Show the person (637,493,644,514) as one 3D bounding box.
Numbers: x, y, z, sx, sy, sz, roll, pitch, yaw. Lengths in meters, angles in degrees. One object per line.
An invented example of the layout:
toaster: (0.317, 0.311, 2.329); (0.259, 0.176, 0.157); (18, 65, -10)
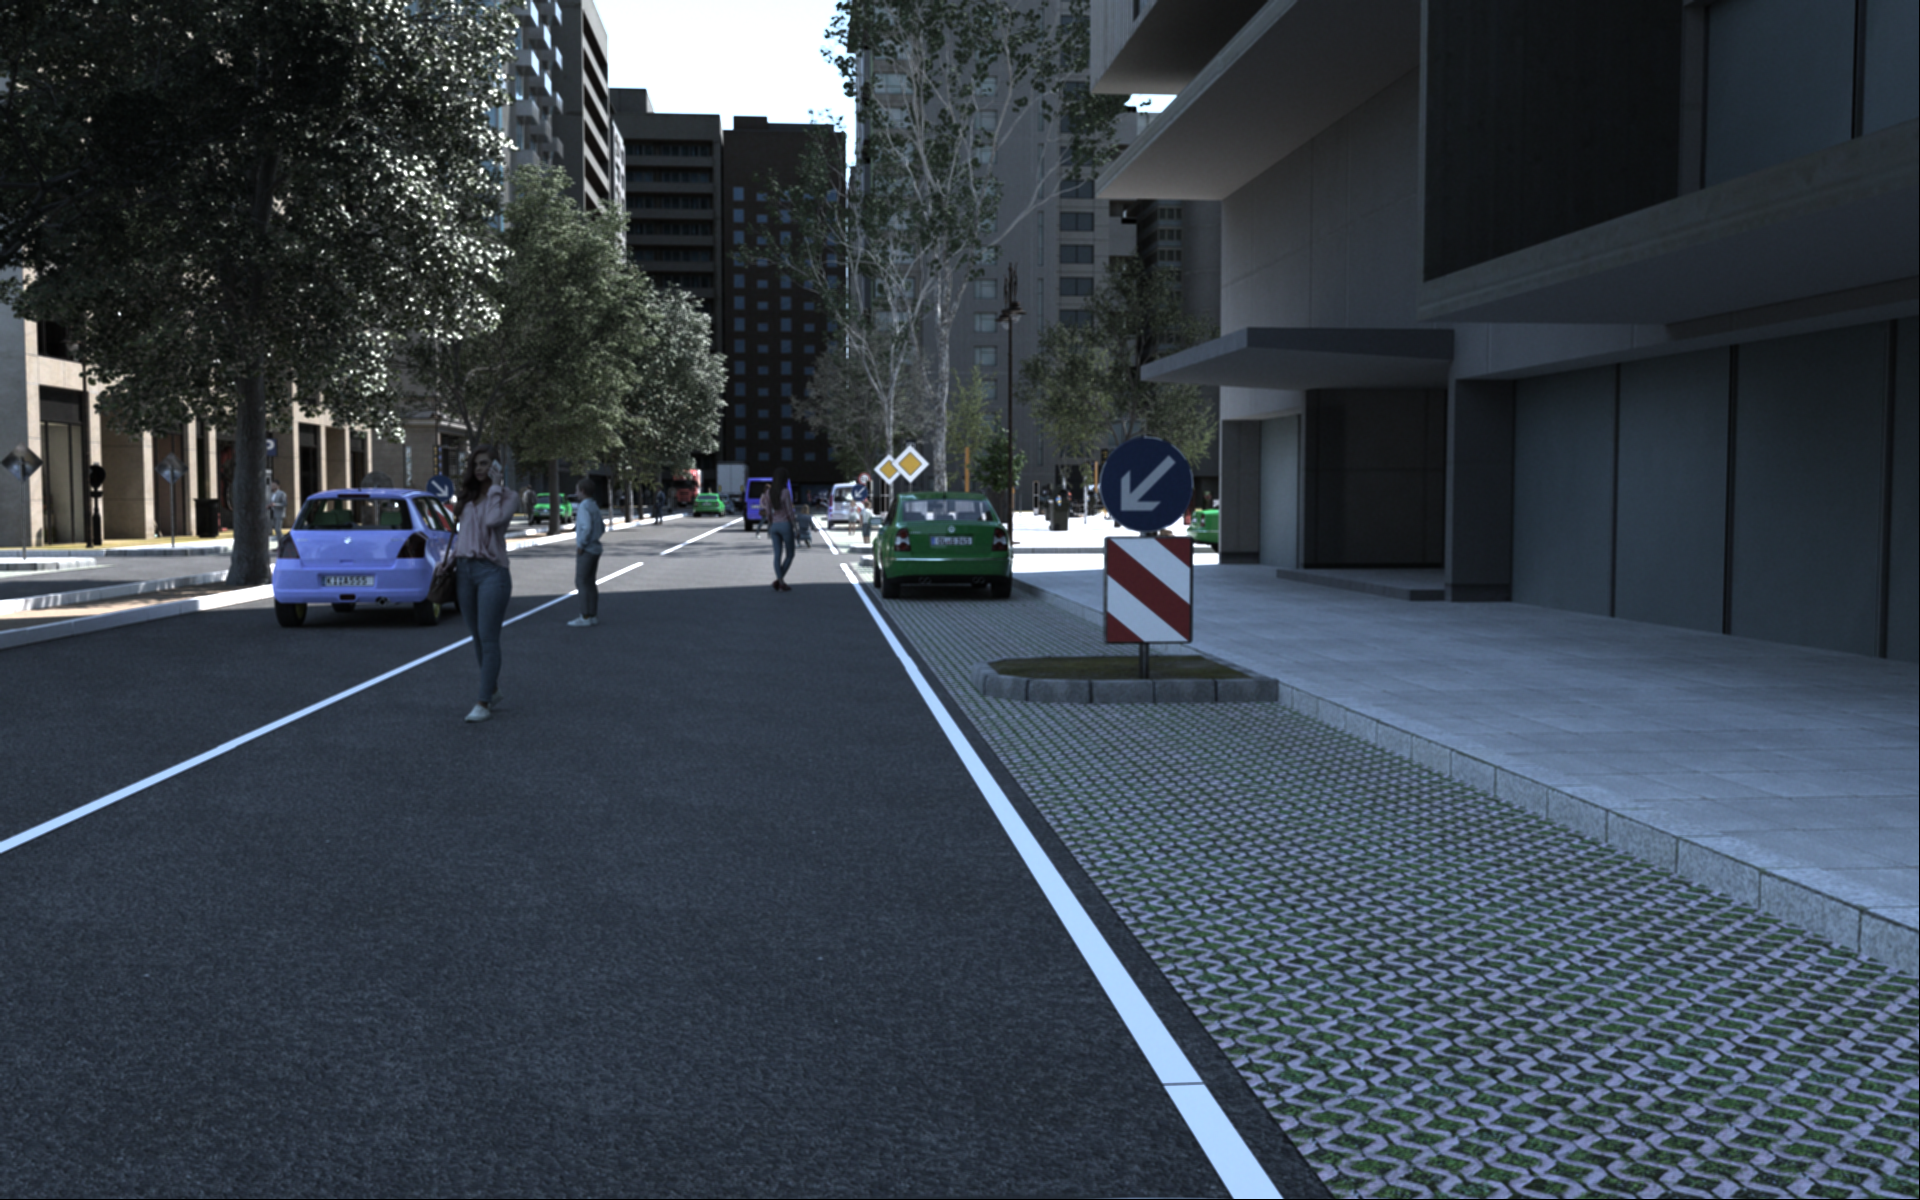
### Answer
person: (-23.418, -7.257, 126.776); (0.705, 1.869, 1.348); (-2, 4, -24)

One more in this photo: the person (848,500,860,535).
person: (-3.642, -2.837, 59.906); (0.505, 1.210, 0.382); (1, 4, 17)

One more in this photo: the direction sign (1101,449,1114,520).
direction sign: (7.499, -5.797, 86.781); (0.876, 3.537, 0.379); (1, 4, 12)

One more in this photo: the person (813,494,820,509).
person: (-12.463, -8.496, 150.640); (0.697, 1.427, 0.421); (2, 4, 35)

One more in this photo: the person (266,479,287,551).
person: (-17.198, -2.126, 43.454); (0.606, 1.804, 0.583); (2, 4, 24)

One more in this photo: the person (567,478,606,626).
person: (-4.094, -0.533, 19.023); (0.330, 1.601, 0.589); (1, 4, 16)

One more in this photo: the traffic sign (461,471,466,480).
traffic sign: (-24.870, -5.357, 87.699); (0.768, 2.556, 0.104); (0, 4, -5)

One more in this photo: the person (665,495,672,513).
person: (-22.179, -7.502, 131.873); (0.721, 1.735, 1.217); (2, 4, 26)

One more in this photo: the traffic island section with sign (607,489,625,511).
traffic island section with sign: (-28.023, -8.198, 142.665); (1.989, 1.847, 2.006); (0, 4, -5)

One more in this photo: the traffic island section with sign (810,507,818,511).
traffic island section with sign: (-13.865, -9.980, 171.806); (1.989, 1.847, 2.006); (0, 4, -5)

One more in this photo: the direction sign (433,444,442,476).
direction sign: (-23.955, -5.350, 79.466); (0.379, 3.537, 0.876); (0, 4, 5)

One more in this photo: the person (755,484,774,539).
person: (-6.289, -2.861, 55.861); (0.643, 1.750, 0.593); (3, 5, 40)

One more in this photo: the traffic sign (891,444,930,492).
traffic sign: (-1.003, -1.911, 34.890); (0.795, 2.450, 0.064); (0, 4, -5)

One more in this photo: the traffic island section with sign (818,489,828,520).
traffic island section with sign: (-6.567, -5.237, 94.247); (1.989, 1.847, 2.006); (0, 4, -5)

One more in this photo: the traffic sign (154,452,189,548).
traffic sign: (-18.773, -2.301, 41.264); (0.795, 2.450, 0.064); (0, 4, -5)

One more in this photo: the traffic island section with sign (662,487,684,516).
traffic island section with sign: (-19.393, -6.621, 116.391); (2.006, 1.907, 1.989); (0, 4, -5)

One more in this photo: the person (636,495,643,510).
person: (-28.613, -8.924, 154.280); (0.709, 1.838, 0.599); (1, 4, 16)

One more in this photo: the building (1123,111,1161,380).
building: (29.353, -36.559, 217.343); (30.456, 49.044, 23.786); (0, 4, -5)

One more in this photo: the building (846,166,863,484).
building: (-6.512, -32.162, 209.446); (14.086, 41.232, 14.154); (0, 4, -5)

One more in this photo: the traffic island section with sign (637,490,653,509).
traffic island section with sign: (-30.544, -9.839, 169.503); (1.989, 1.847, 2.006); (0, 4, -5)

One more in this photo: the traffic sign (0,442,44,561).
traffic sign: (-18.024, -1.815, 33.314); (0.795, 2.450, 0.064); (0, 4, -5)

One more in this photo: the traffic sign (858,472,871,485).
traffic sign: (-5.631, -6.243, 102.182); (0.768, 2.556, 0.104); (0, 4, -1)

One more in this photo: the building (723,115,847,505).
building: (-20.938, -34.163, 208.676); (14.200, 45.320, 14.600); (0, 4, -5)

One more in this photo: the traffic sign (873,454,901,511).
traffic sign: (-1.752, -2.397, 42.840); (0.795, 2.450, 0.064); (0, 4, -5)

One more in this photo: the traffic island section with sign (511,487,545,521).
traffic island section with sign: (-23.325, -5.153, 92.882); (1.989, 1.847, 2.006); (0, 4, -5)

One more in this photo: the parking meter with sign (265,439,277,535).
parking meter with sign: (-21.637, -3.508, 53.610); (0.543, 3.016, 1.738); (0, 4, -6)

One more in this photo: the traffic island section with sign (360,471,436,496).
traffic island section with sign: (-11.653, -1.595, 34.208); (2.006, 1.907, 1.989); (0, 4, -5)

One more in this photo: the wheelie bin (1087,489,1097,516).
wheelie bin: (7.724, -5.770, 102.254); (0.693, 1.594, 0.980); (0, 4, 8)

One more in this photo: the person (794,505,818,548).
person: (-4.298, -1.989, 46.511); (1.012, 1.151, 0.738); (-1, 4, -10)

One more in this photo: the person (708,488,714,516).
person: (-16.082, -6.317, 111.556); (0.659, 1.850, 0.755); (1, 4, 10)

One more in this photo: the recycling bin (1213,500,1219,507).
recycling bin: (11.445, -4.018, 78.242); (0.722, 1.027, 0.722); (-1, 4, -11)

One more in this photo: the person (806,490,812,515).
person: (-10.472, -6.842, 121.083); (0.721, 1.743, 1.217); (0, 4, 2)

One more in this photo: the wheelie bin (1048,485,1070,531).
wheelie bin: (3.451, -3.194, 60.125); (0.693, 1.594, 0.980); (-1, 4, -14)

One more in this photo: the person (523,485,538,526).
person: (-19.351, -4.248, 78.056); (0.679, 1.850, 0.850); (0, 4, -3)

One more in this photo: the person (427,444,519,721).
person: (-3.058, -0.125, 11.138); (0.593, 1.750, 0.643); (1, 4, 22)

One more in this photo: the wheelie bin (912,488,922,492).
wheelie bin: (-2.282, -5.043, 90.359); (0.693, 1.594, 0.980); (-3, 5, -42)

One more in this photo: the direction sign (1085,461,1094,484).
direction sign: (8.787, -7.682, 117.597); (0.379, 3.537, 0.876); (-3, 4, -38)

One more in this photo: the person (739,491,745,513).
person: (-16.706, -7.533, 133.135); (0.593, 1.643, 0.415); (-1, 4, -13)

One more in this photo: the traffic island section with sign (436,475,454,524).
traffic island section with sign: (-12.338, -2.046, 41.584); (2.006, 1.907, 1.989); (0, 4, -5)

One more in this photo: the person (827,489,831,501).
person: (-10.556, -8.044, 140.028); (0.705, 1.823, 1.348); (-1, 4, -21)

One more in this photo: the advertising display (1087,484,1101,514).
advertising display: (8.548, -6.444, 110.574); (0.974, 1.923, 0.123); (-2, 4, -32)

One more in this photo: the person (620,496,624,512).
person: (-26.362, -7.596, 135.887); (0.628, 1.438, 0.799); (0, 4, 1)

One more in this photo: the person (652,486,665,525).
person: (-14.103, -4.434, 81.174); (0.721, 1.800, 0.419); (3, 5, 43)

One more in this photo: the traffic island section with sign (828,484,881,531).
traffic island section with sign: (-4.034, -3.595, 67.411); (1.989, 1.847, 2.006); (0, 4, -5)

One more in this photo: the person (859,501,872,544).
person: (-2.499, -1.993, 45.776); (0.332, 1.250, 0.352); (1, 4, 14)

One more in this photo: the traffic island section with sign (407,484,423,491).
traffic island section with sign: (-20.781, -3.500, 65.849); (1.989, 1.847, 2.006); (0, 4, -5)

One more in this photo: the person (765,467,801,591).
person: (-2.610, -1.046, 25.610); (0.555, 1.821, 0.388); (1, 4, 21)

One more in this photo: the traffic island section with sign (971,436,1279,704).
traffic island section with sign: (1.111, -0.249, 12.704); (1.989, 1.847, 2.006); (0, 4, -5)

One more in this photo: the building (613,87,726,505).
building: (-39.088, -35.884, 210.399); (21.600, 48.544, 21.300); (0, 4, -5)
